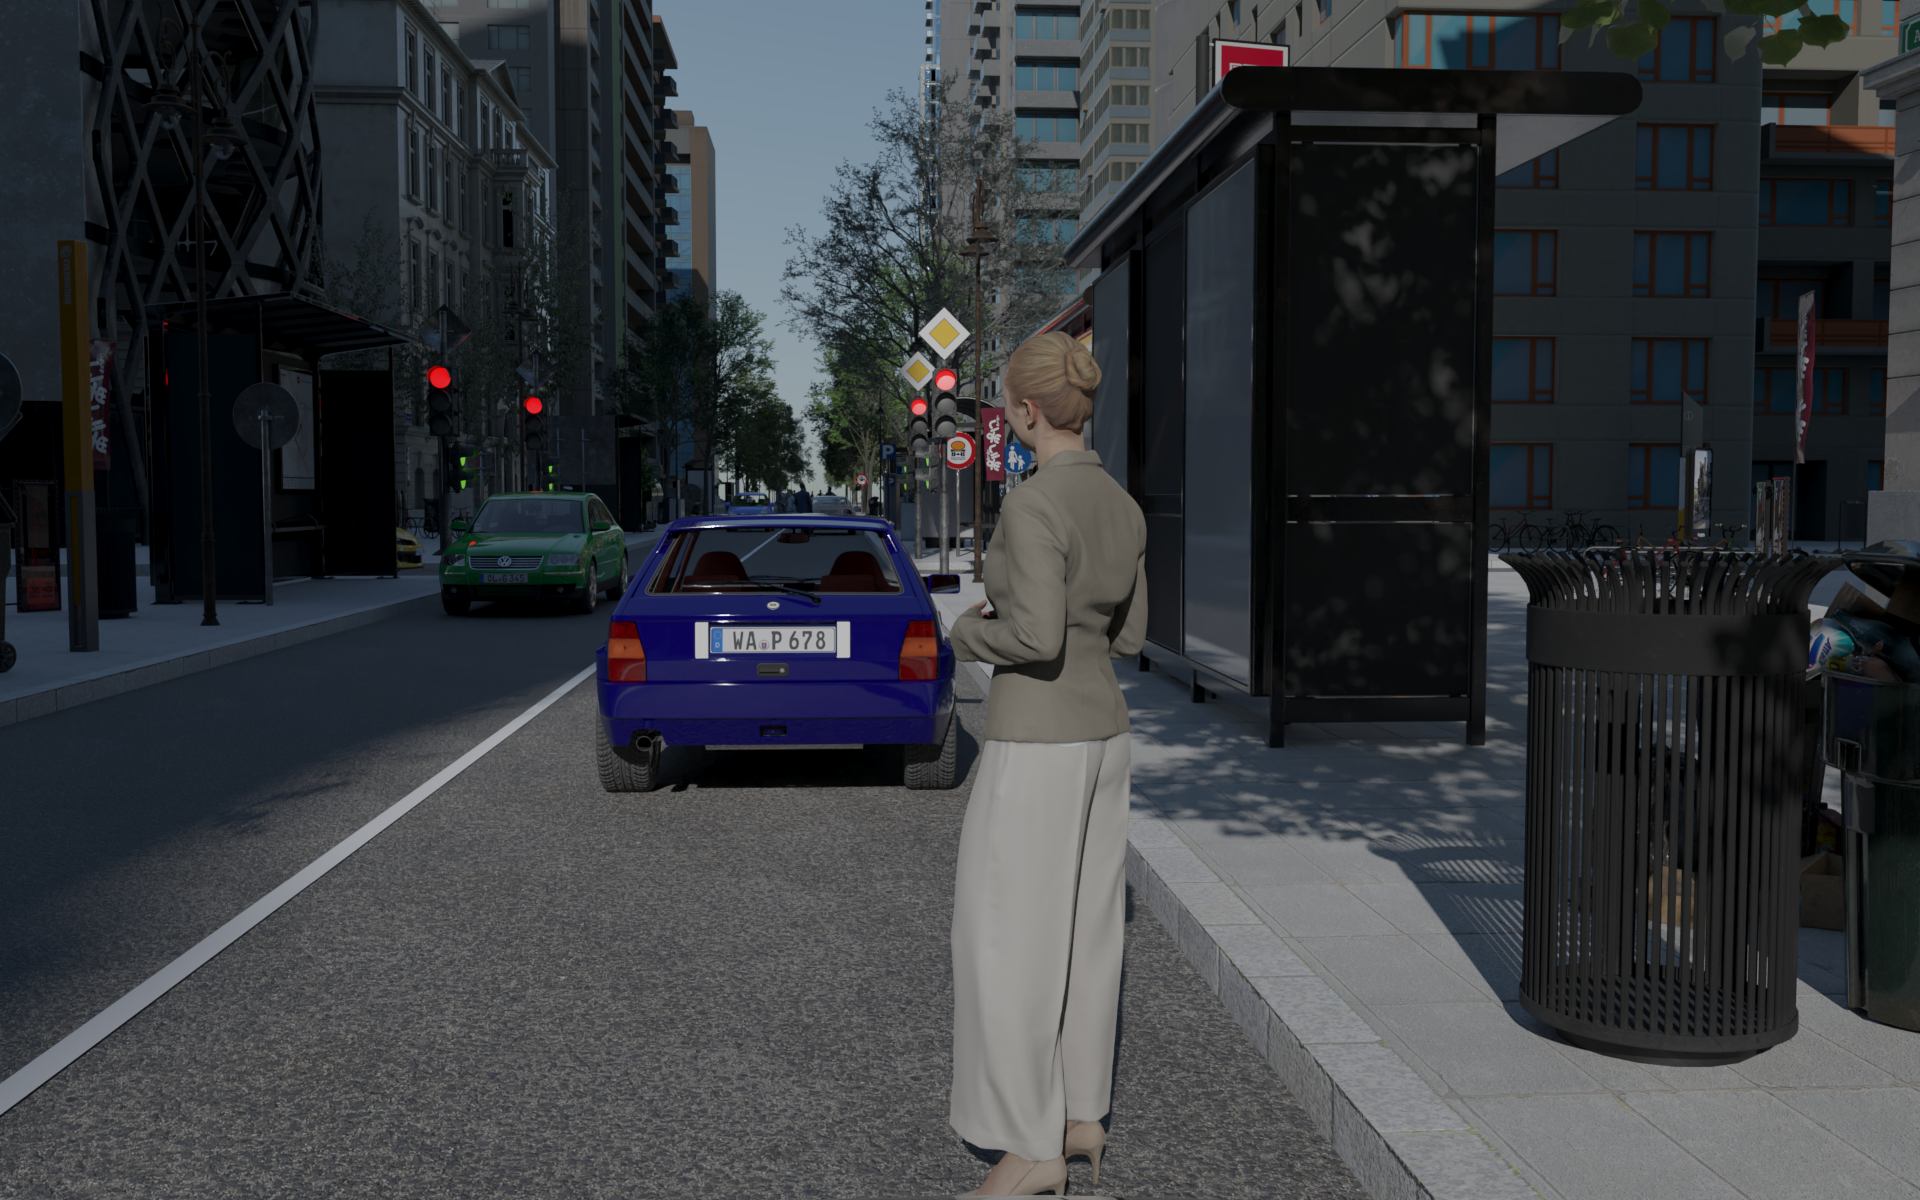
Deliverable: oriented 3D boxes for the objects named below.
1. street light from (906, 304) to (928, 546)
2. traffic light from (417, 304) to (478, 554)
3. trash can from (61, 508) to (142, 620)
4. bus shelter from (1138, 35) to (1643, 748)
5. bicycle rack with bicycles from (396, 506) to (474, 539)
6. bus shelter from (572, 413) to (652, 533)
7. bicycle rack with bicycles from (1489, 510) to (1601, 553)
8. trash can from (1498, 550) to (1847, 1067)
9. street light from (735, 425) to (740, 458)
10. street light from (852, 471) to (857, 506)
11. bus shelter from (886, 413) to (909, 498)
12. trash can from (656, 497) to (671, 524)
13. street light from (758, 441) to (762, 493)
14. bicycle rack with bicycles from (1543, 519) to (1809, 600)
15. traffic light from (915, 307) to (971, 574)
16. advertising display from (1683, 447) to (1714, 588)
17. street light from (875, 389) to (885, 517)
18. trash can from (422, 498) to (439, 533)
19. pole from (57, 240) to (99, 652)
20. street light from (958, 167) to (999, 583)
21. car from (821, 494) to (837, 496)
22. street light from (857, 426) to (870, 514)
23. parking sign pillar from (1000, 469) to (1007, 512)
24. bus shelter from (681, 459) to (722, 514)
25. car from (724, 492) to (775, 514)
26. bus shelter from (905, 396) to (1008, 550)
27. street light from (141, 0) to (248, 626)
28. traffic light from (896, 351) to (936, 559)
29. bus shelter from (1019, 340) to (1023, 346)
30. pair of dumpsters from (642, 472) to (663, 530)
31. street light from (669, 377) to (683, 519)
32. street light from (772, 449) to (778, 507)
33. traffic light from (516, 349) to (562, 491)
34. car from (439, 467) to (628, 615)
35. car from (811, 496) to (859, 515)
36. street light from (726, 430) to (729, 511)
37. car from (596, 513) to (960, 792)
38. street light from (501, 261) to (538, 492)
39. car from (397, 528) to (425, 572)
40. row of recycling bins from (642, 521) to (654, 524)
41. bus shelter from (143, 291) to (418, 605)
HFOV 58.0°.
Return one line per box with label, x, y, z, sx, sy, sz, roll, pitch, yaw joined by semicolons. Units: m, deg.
street light;-1.058;-4.257;42.389;0.468;5.910;1.993;0;4;-4
traffic light;-7.597;-2.245;25.633;0.839;4.253;0.868;0;4;-4
trash can;-8.842;-0.381;17.881;0.748;1.137;0.748;0;3;0
bus shelter;2.050;-2.157;12.899;2.179;5.291;8.768;0;4;-4
bicycle rack with bicycles;-14.901;-2.242;50.045;2.852;0.926;2.925;-3;5;-43
bus shelter;-10.668;-3.804;53.484;1.731;3.624;6.357;0;4;-4
bicycle rack with bicycles;13.249;-1.483;37.628;2.852;0.926;2.925;-2;4;-25
trash can;1.642;0.464;4.063;0.748;1.137;0.748;0;3;0
street light;-14.225;-8.402;110.161;0.468;5.910;1.993;0;4;-4
street light;-8.955;-10.875;150.588;0.468;5.910;1.993;0;4;-4
bus shelter;-2.579;-6.373;81.830;2.179;5.291;8.768;0;4;-4
trash can;-12.640;-3.785;73.546;0.748;1.137;0.748;0;3;0
street light;-16.639;-10.449;143.621;0.468;5.910;1.993;0;4;-4
bicycle rack with bicycles;8.836;-0.469;21.053;2.925;0.926;2.852;1;4;12
traffic light;-0.257;-2.279;26.187;0.839;4.253;0.868;0;4;-4
advertising display;10.234;-1.150;24.014;0.123;1.923;0.974;3;4;37
street light;-3.481;-6.301;75.808;0.468;5.910;1.993;0;4;-4
trash can;-17.547;-2.820;57.754;0.748;1.137;0.748;0;3;0
pole;-7.151;-1.236;14.045;0.158;3.312;0.155;0;3;0
street light;0.259;-3.188;24.915;0.468;5.910;1.993;0;4;-4
car;-10.311;-7.612;136.258;2.131;1.459;4.920;0;4;-3
street light;-6.552;-8.860;117.655;0.468;5.910;1.993;0;4;-4
parking sign pillar;2.294;-6.146;88.958;1.447;3.967;1.447;3;5;41
bus shelter;-15.132;-6.589;101.650;2.014;3.302;5.546;0;4;-4
car;-8.045;-3.485;66.577;1.945;1.707;3.694;0;4;-3
bus shelter;-0.111;-2.732;38.587;2.014;3.302;5.546;0;4;-4
street light;-7.330;-2.689;16.753;0.468;5.910;1.993;0;4;-4
traffic light;-0.843;-2.766;34.150;0.839;4.253;0.868;0;4;-4
bus shelter;1.995;-2.698;21.743;2.179;5.291;8.768;0;4;-4
pair of dumpsters;-11.638;-3.655;62.257;1.574;2.255;4.437;0;4;-4
street light;-11.177;-5.840;68.266;0.468;5.910;1.993;0;4;-4
street light;-19.201;-12.518;177.458;0.468;5.910;1.993;0;4;-4
traffic light;-8.183;-2.732;33.596;0.839;4.253;0.868;0;4;-4
car;-5.338;-0.810;22.035;1.959;1.807;4.718;0;4;-3
car;-4.640;-3.030;61.897;2.083;1.381;4.827;0;4;-3
street light;-13.612;-7.858;101.265;0.468;5.910;1.993;0;4;-4
car;-0.943;0.176;9.698;1.945;1.354;3.894;0;4;-3
street light;-8.754;-3.779;34.577;0.468;5.910;1.993;0;4;-4
car;-11.124;-1.162;29.224;3.980;1.641;2.015;0;4;-3
row of recycling bins;-13.935;-4.211;75.960;1.069;1.692;3.534;0;4;-3
bus shelter;-8.828;-1.950;23.158;1.731;3.624;6.357;0;4;-4
